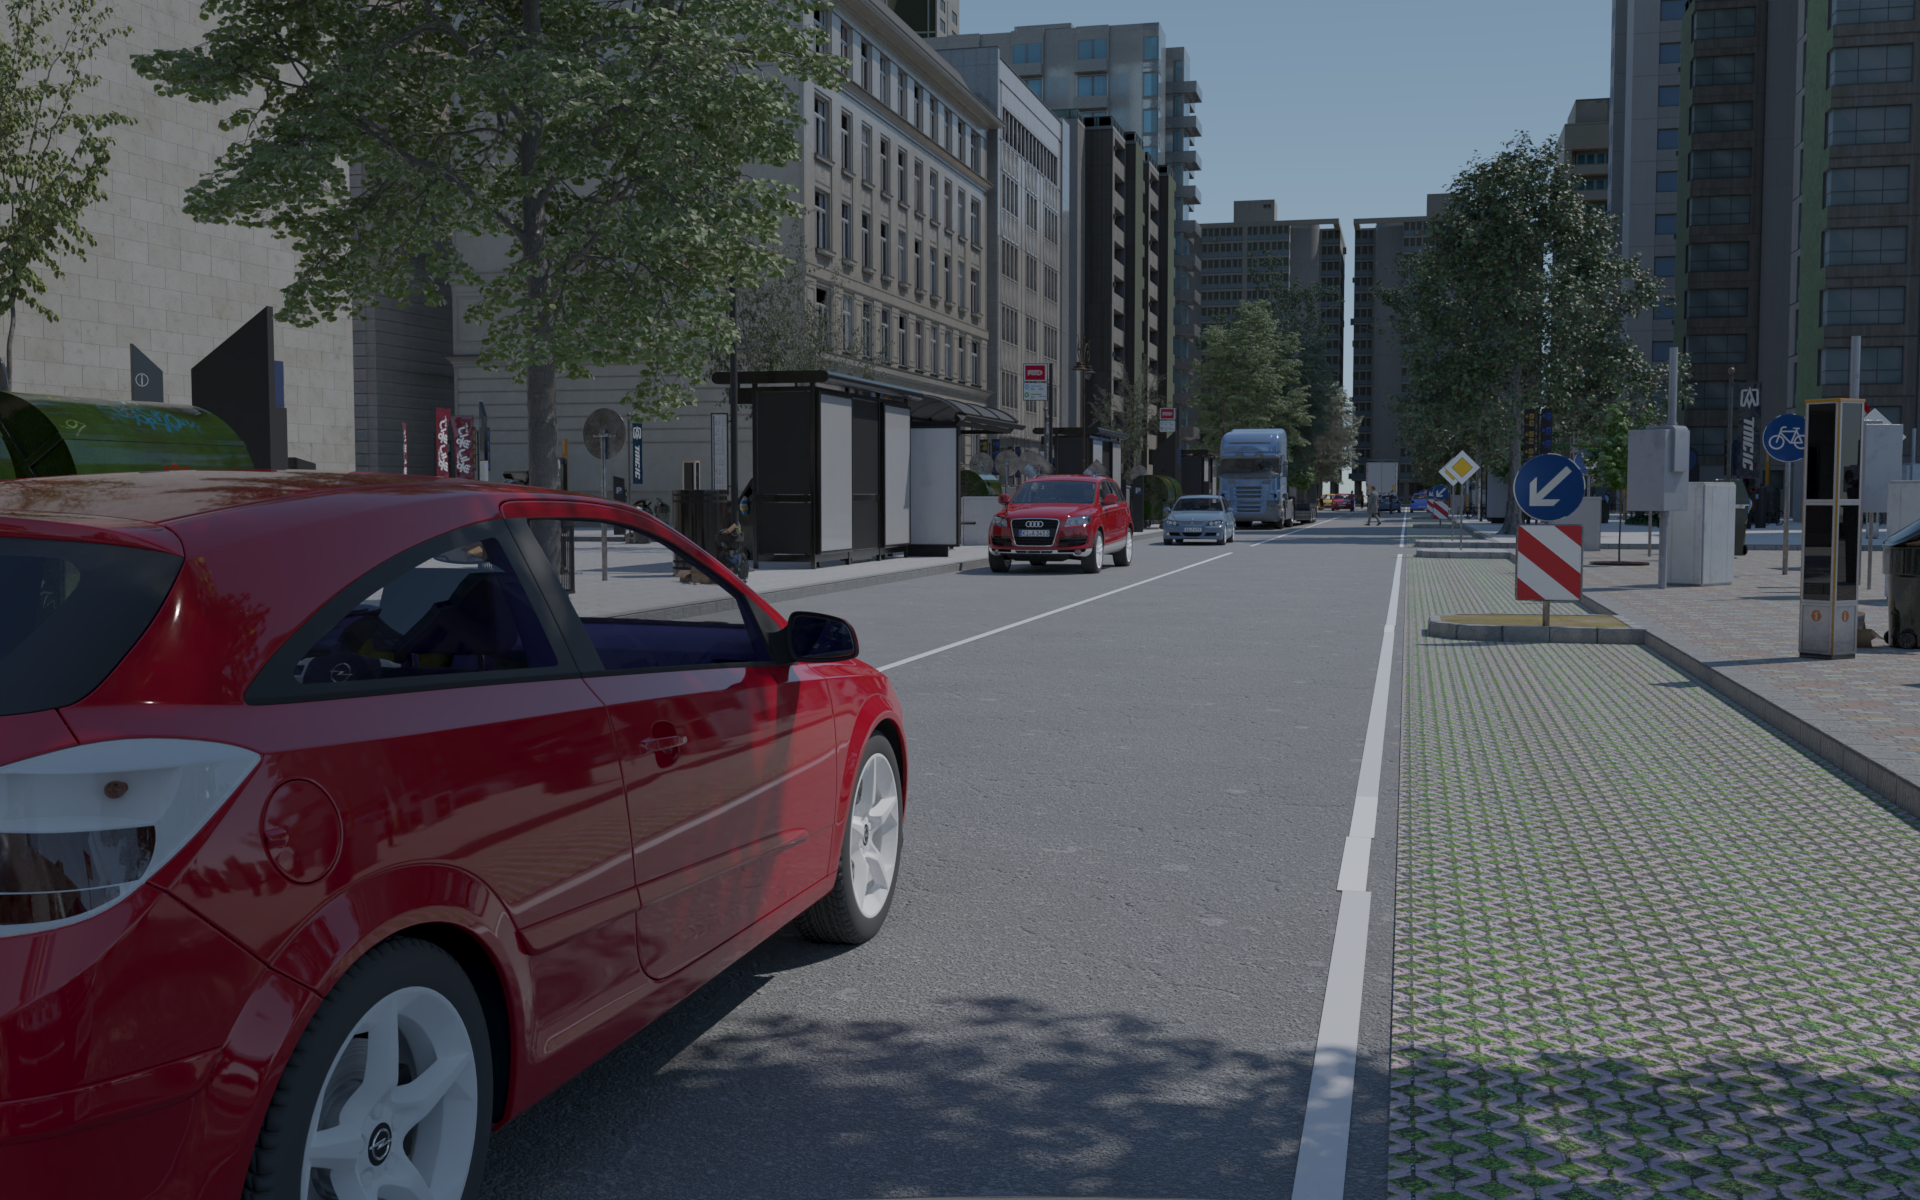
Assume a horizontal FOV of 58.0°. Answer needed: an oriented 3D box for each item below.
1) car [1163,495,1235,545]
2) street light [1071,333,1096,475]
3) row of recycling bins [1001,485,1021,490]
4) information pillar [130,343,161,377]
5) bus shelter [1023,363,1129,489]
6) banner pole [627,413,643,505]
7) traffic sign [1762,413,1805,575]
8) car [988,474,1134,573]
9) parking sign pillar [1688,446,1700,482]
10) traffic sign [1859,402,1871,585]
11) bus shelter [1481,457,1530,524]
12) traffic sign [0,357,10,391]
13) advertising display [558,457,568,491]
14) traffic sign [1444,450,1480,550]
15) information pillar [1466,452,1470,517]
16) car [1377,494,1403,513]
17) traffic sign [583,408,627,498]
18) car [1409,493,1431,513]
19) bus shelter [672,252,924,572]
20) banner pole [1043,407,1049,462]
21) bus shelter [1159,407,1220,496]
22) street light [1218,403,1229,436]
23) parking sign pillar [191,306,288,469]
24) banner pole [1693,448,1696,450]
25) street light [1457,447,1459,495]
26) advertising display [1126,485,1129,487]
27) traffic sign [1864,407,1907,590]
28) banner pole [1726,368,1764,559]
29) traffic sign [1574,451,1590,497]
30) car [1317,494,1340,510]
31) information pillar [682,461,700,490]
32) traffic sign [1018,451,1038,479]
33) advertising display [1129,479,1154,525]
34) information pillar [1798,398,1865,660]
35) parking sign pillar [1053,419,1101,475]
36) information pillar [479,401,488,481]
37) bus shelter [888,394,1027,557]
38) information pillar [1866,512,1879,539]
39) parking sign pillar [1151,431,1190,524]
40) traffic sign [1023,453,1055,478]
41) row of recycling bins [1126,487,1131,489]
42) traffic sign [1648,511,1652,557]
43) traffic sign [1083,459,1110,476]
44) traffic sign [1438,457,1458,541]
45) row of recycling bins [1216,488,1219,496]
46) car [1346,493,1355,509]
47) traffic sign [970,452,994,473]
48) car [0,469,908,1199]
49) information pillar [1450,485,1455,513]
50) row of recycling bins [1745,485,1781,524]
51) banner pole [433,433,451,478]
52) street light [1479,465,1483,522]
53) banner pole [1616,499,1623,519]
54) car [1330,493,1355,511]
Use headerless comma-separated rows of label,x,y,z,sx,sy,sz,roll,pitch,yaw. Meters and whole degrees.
car,6.945,-2.327,50.054,2.014,1.417,4.499,1,4,14
street light,3.560,-4.721,49.981,0.468,5.910,1.993,1,4,14
row of recycling bins,2.515,-4.210,75.949,1.069,1.692,3.534,-1,4,-20
information pillar,-12.724,-2.189,27.150,0.183,3.616,0.504,3,5,39
bus shelter,3.652,-4.771,55.639,2.179,5.291,8.768,1,4,14
banner pole,-10.071,-3.887,53.566,0.401,3.779,0.863,2,4,29
traffic sign,13.117,-1.673,27.461,0.768,2.556,0.104,1,4,20
car,2.000,-1.495,33.113,2.281,1.827,5.304,1,4,15
parking sign pillar,30.826,-5.226,73.915,1.447,3.967,1.447,0,4,4
traffic sign,12.649,-1.487,24.318,0.884,2.594,0.081,1,4,23
bus shelter,23.087,-4.835,72.979,2.014,3.302,5.546,1,4,14
traffic sign,-8.245,-0.879,14.478,0.768,2.556,0.104,1,4,20
advertising display,-7.185,-1.552,30.586,0.123,1.923,0.974,-3,4,-37
traffic sign,11.438,-2.193,39.501,0.795,2.450,0.064,1,4,14
information pillar,27.954,-6.359,95.324,0.183,3.616,0.504,1,4,23
car,33.029,-7.415,133.240,2.014,1.417,4.499,1,4,15
traffic sign,-5.264,-1.558,25.586,0.768,2.556,0.104,2,4,24
car,35.004,-7.445,131.319,1.945,1.707,3.694,1,4,15
bus shelter,-2.871,-3.257,30.880,2.179,5.291,8.768,1,4,14
banner pole,2.495,-3.663,49.910,0.401,3.779,0.863,0,4,-7
bus shelter,10.971,-6.437,82.876,2.179,5.291,8.768,1,4,14
street light,13.356,-7.044,87.961,0.468,5.910,1.993,1,4,14
parking sign pillar,-10.477,-2.247,25.217,1.447,3.967,1.447,1,4,14
banner pole,34.787,-5.657,82.513,0.401,3.779,0.863,-1,4,-13
street light,34.080,-8.913,118.510,0.468,5.910,1.993,1,4,14
advertising display,11.841,-7.274,124.136,0.974,1.923,0.123,2,4,28
traffic sign,12.186,-1.344,23.152,0.795,2.450,0.064,1,4,17
banner pole,15.400,-2.701,34.184,0.401,3.779,0.863,-3,4,-37
traffic sign,17.039,-2.865,46.954,0.768,2.556,0.104,1,4,22
car,32.505,-8.702,152.503,2.015,1.641,3.980,1,4,16
information pillar,-5.948,-2.072,38.371,0.304,2.012,0.304,1,4,12
traffic sign,2.034,-3.104,50.850,0.768,2.556,0.104,1,4,19
advertising display,7.642,-4.099,72.226,0.974,1.923,0.123,0,4,-8
information pillar,6.791,-0.551,13.503,0.304,2.012,0.304,-2,4,-28
parking sign pillar,4.354,-4.493,61.932,1.447,3.967,1.447,-1,4,-19
information pillar,-11.955,-3.189,43.491,0.183,3.616,0.504,-2,4,-29
bus shelter,-0.130,-2.684,37.815,2.014,3.302,5.546,1,4,15
information pillar,26.151,-2.759,49.594,0.304,2.012,0.304,2,4,35
parking sign pillar,8.863,-5.243,74.202,1.447,3.967,1.447,-3,5,-41
traffic sign,1.912,-2.345,41.978,0.795,2.450,0.064,1,4,14
row of recycling bins,9.712,-5.589,98.498,1.069,1.692,3.534,3,4,38
traffic sign,14.085,-2.160,35.313,0.884,2.594,0.081,1,4,22
traffic sign,3.913,-2.818,49.709,0.795,2.450,0.064,1,4,14
traffic sign,13.439,-2.666,47.232,0.795,2.450,0.064,1,4,14
row of recycling bins,16.830,-6.038,105.837,1.069,1.692,3.534,-2,4,-30
car,36.621,-9.484,164.651,1.945,1.707,3.694,1,4,16
traffic sign,0.641,-3.222,52.779,0.768,2.556,0.104,1,4,15
car,-1.437,0.278,4.496,2.155,1.783,4.494,1,4,14
information pillar,33.020,-6.824,116.058,0.304,2.012,0.304,1,4,20
row of recycling bins,33.912,-4.176,75.390,3.534,1.692,1.069,0,4,-7
banner pole,-21.144,-4.931,70.633,0.863,3.779,0.401,0,4,-7
street light,24.273,-6.589,80.522,0.468,5.910,1.993,1,4,14
banner pole,34.729,-6.157,90.677,0.863,3.779,0.401,-3,5,-45
car,32.321,-8.396,146.314,2.155,1.783,4.494,1,4,14
